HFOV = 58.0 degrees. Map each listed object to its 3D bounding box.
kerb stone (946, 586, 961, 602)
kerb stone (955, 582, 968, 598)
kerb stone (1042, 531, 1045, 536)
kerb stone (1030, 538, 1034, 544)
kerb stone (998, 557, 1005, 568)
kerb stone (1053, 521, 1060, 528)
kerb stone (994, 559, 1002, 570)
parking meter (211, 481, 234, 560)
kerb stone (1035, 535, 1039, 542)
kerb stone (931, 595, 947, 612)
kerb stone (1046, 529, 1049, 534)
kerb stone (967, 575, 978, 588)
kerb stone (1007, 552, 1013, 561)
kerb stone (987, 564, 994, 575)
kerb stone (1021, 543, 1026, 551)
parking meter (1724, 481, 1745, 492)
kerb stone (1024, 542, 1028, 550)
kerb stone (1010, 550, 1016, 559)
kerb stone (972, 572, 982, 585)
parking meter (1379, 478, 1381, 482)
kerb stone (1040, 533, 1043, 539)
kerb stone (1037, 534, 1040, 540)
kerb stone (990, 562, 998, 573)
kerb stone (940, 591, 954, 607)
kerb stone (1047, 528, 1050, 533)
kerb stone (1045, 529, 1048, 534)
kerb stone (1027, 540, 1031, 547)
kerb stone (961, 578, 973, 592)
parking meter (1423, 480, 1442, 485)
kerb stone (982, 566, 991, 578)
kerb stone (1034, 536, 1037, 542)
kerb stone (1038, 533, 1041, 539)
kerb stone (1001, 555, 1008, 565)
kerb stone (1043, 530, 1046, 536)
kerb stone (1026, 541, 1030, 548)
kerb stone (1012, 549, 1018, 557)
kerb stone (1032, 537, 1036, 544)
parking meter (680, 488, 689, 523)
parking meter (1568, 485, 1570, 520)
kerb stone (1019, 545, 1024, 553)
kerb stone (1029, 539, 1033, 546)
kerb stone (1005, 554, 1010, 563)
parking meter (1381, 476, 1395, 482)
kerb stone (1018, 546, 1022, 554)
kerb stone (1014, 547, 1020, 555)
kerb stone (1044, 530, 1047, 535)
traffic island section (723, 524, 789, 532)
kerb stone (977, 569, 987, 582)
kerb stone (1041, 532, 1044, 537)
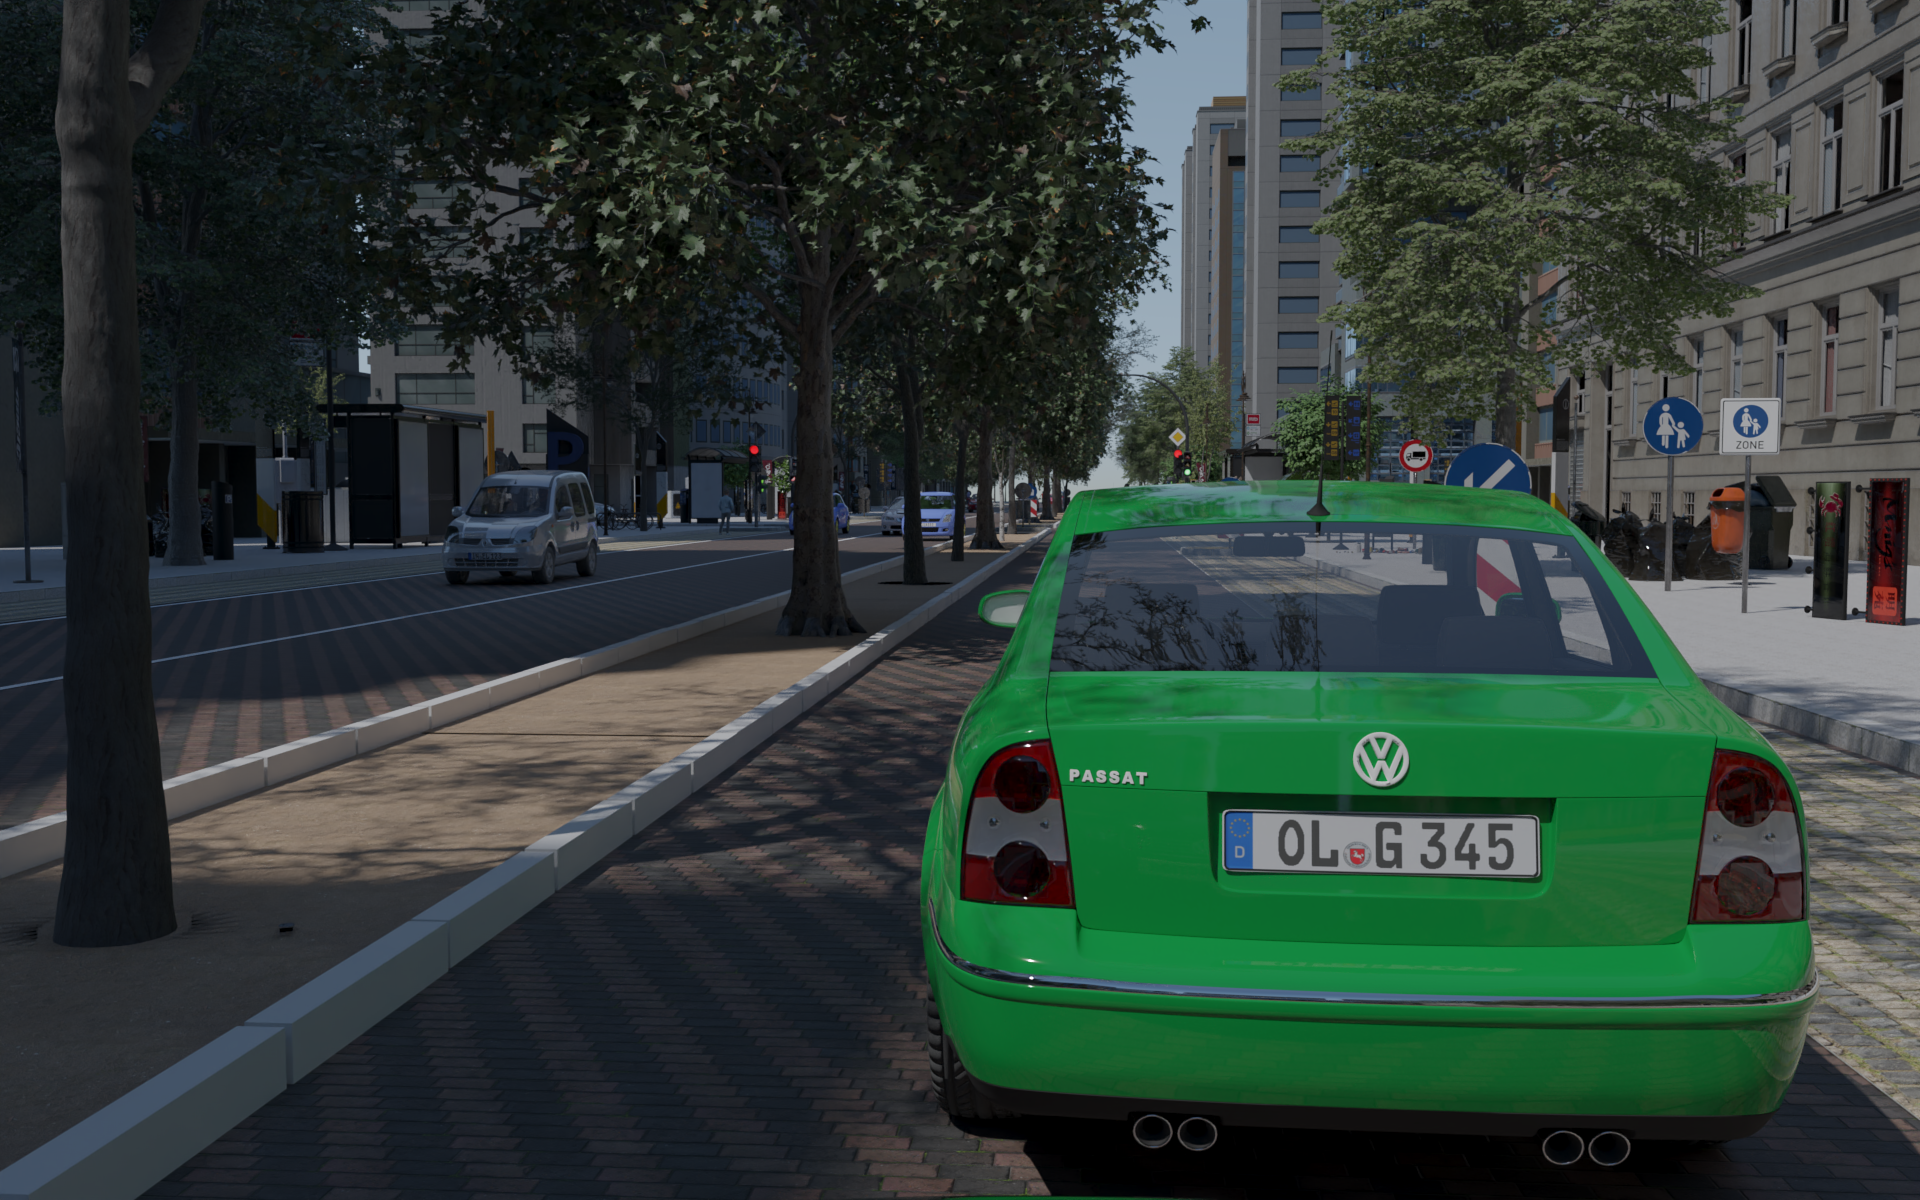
[{"bbox_3d":[-0.121,-0.055,23.092,0.120,0.150,1.000,0,4,5],"label":"kerb stone"},{"bbox_3d":[-0.029,-0.117,24.110,0.120,0.150,1.000,0,4,5],"label":"kerb stone"},{"bbox_3d":[2.565,-2.055,55.789,0.120,0.150,1.000,0,4,5],"label":"kerb stone"},{"bbox_3d":[1.893,-1.554,47.597,0.120,0.150,1.000,0,4,5],"label":"kerb stone"},{"bbox_3d":[0.728,-0.679,33.295,0.120,0.150,1.000,0,4,5],"label":"kerb stone"},{"bbox_3d":[4.305,-3.339,76.789,0.120,0.150,1.000,0,4,5],"label":"kerb stone"},{"bbox_3d":[0.638,-0.616,32.275,0.120,0.150,1.000,0,4,5],"label":"kerb stone"},{"bbox_3d":[-14.361,-1.549,33.738,0.372,1.533,0.369,0,3,0],"label":"parking meter"},{"bbox_3d":[2.152,-1.741,50.661,0.120,0.150,1.000,0,4,5],"label":"kerb stone"},{"bbox_3d":[-0.293,0.070,21.051,0.120,0.150,1.000,0,4,5],"label":"kerb stone"},{"bbox_3d":[2.909,-2.304,59.864,0.120,0.150,1.000,0,4,5],"label":"kerb stone"},{"bbox_3d":[0.133,-0.242,26.148,0.120,0.150,1.000,0,4,5],"label":"kerb stone"},{"bbox_3d":[0.975,-0.861,36.367,0.120,0.150,1.000,0,4,5],"label":"kerb stone"},{"bbox_3d":[0.464,-0.492,30.238,0.120,0.150,1.000,0,4,5],"label":"kerb stone"},{"bbox_3d":[1.478,-1.239,42.502,0.120,0.150,1.000,0,4,5],"label":"kerb stone"},{"bbox_3d":[14.867,-1.521,33.278,0.372,1.533,0.369,0,3,0],"label":"parking meter"},{"bbox_3d":[1.562,-1.299,43.521,0.120,0.150,1.000,0,4,5],"label":"kerb stone"},{"bbox_3d":[1.061,-0.925,37.389,0.120,0.150,1.000,0,4,5],"label":"kerb stone"},{"bbox_3d":[0.217,-0.304,27.170,0.120,0.150,1.000,0,4,5],"label":"kerb stone"},{"bbox_3d":[15.696,-3.568,64.046,0.399,1.863,0.255,0,4,7],"label":"parking meter"},{"bbox_3d":[2.404,-1.929,53.735,0.120,0.150,1.000,0,4,5],"label":"kerb stone"},{"bbox_3d":[2.232,-1.803,51.681,0.120,0.150,1.000,0,4,5],"label":"kerb stone"},{"bbox_3d":[0.552,-0.552,31.257,0.120,0.150,1.000,0,4,5],"label":"kerb stone"},{"bbox_3d":[-0.210,0.015,22.071,0.120,0.150,1.000,0,4,5],"label":"kerb stone"},{"bbox_3d":[2.992,-2.366,60.884,0.120,0.150,1.000,0,4,5],"label":"kerb stone"},{"bbox_3d":[2.820,-2.232,58.846,0.120,0.150,1.000,0,4,5],"label":"kerb stone"},{"bbox_3d":[1.731,-1.429,45.558,0.120,0.150,1.000,0,4,5],"label":"kerb stone"},{"bbox_3d":[0.054,-0.178,25.129,0.120,0.150,1.000,0,4,5],"label":"kerb stone"},{"bbox_3d":[8.644,-1.421,31.641,0.372,1.533,0.369,0,3,0],"label":"parking meter"},{"bbox_3d":[0.390,-0.429,29.211,0.120,0.150,1.000,0,4,5],"label":"kerb stone"},{"bbox_3d":[2.058,-1.678,49.639,0.120,0.150,1.000,0,4,5],"label":"kerb stone"},{"bbox_3d":[2.326,-1.866,52.711,0.120,0.150,1.000,0,4,5],"label":"kerb stone"},{"bbox_3d":[0.806,-0.741,34.320,0.120,0.150,1.000,0,4,5],"label":"kerb stone"},{"bbox_3d":[2.660,-2.117,56.807,0.120,0.150,1.000,0,4,5],"label":"kerb stone"},{"bbox_3d":[1.657,-1.367,44.539,0.120,0.150,1.000,0,4,5],"label":"kerb stone"},{"bbox_3d":[1.143,-0.987,38.418,0.120,0.150,1.000,0,4,5],"label":"kerb stone"},{"bbox_3d":[1.979,-1.614,48.620,0.120,0.150,1.000,0,4,5],"label":"kerb stone"},{"bbox_3d":[-12.214,-4.180,76.751,0.372,1.533,0.369,0,3,0],"label":"parking meter"},{"bbox_3d":[16.926,-2.460,48.632,0.372,1.533,0.369,0,3,0],"label":"parking meter"},{"bbox_3d":[1.394,-1.178,41.483,0.120,0.150,1.000,0,4,5],"label":"kerb stone"},{"bbox_3d":[1.811,-1.486,46.578,0.120,0.150,1.000,0,4,5],"label":"kerb stone"},{"bbox_3d":[0.885,-0.802,35.339,0.120,0.150,1.000,0,4,5],"label":"kerb stone"},{"bbox_3d":[13.761,-3.048,55.539,0.255,1.863,0.399,2,4,26],"label":"parking meter"},{"bbox_3d":[1.303,-1.115,40.462,0.120,0.150,1.000,0,4,5],"label":"kerb stone"},{"bbox_3d":[1.223,-1.051,39.439,0.120,0.150,1.000,0,4,5],"label":"kerb stone"},{"bbox_3d":[2.744,-2.173,57.826,0.120,0.150,1.000,0,4,5],"label":"kerb stone"},{"bbox_3d":[-7.893,-2.733,66.964,2.009,0.180,2.903,0,4,5],"label":"traffic island section"},{"bbox_3d":[0.298,-0.367,28.192,0.120,0.150,1.000,0,4,5],"label":"kerb stone"},{"bbox_3d":[2.489,-1.986,54.764,0.120,0.150,1.000,0,4,5],"label":"kerb stone"}]
